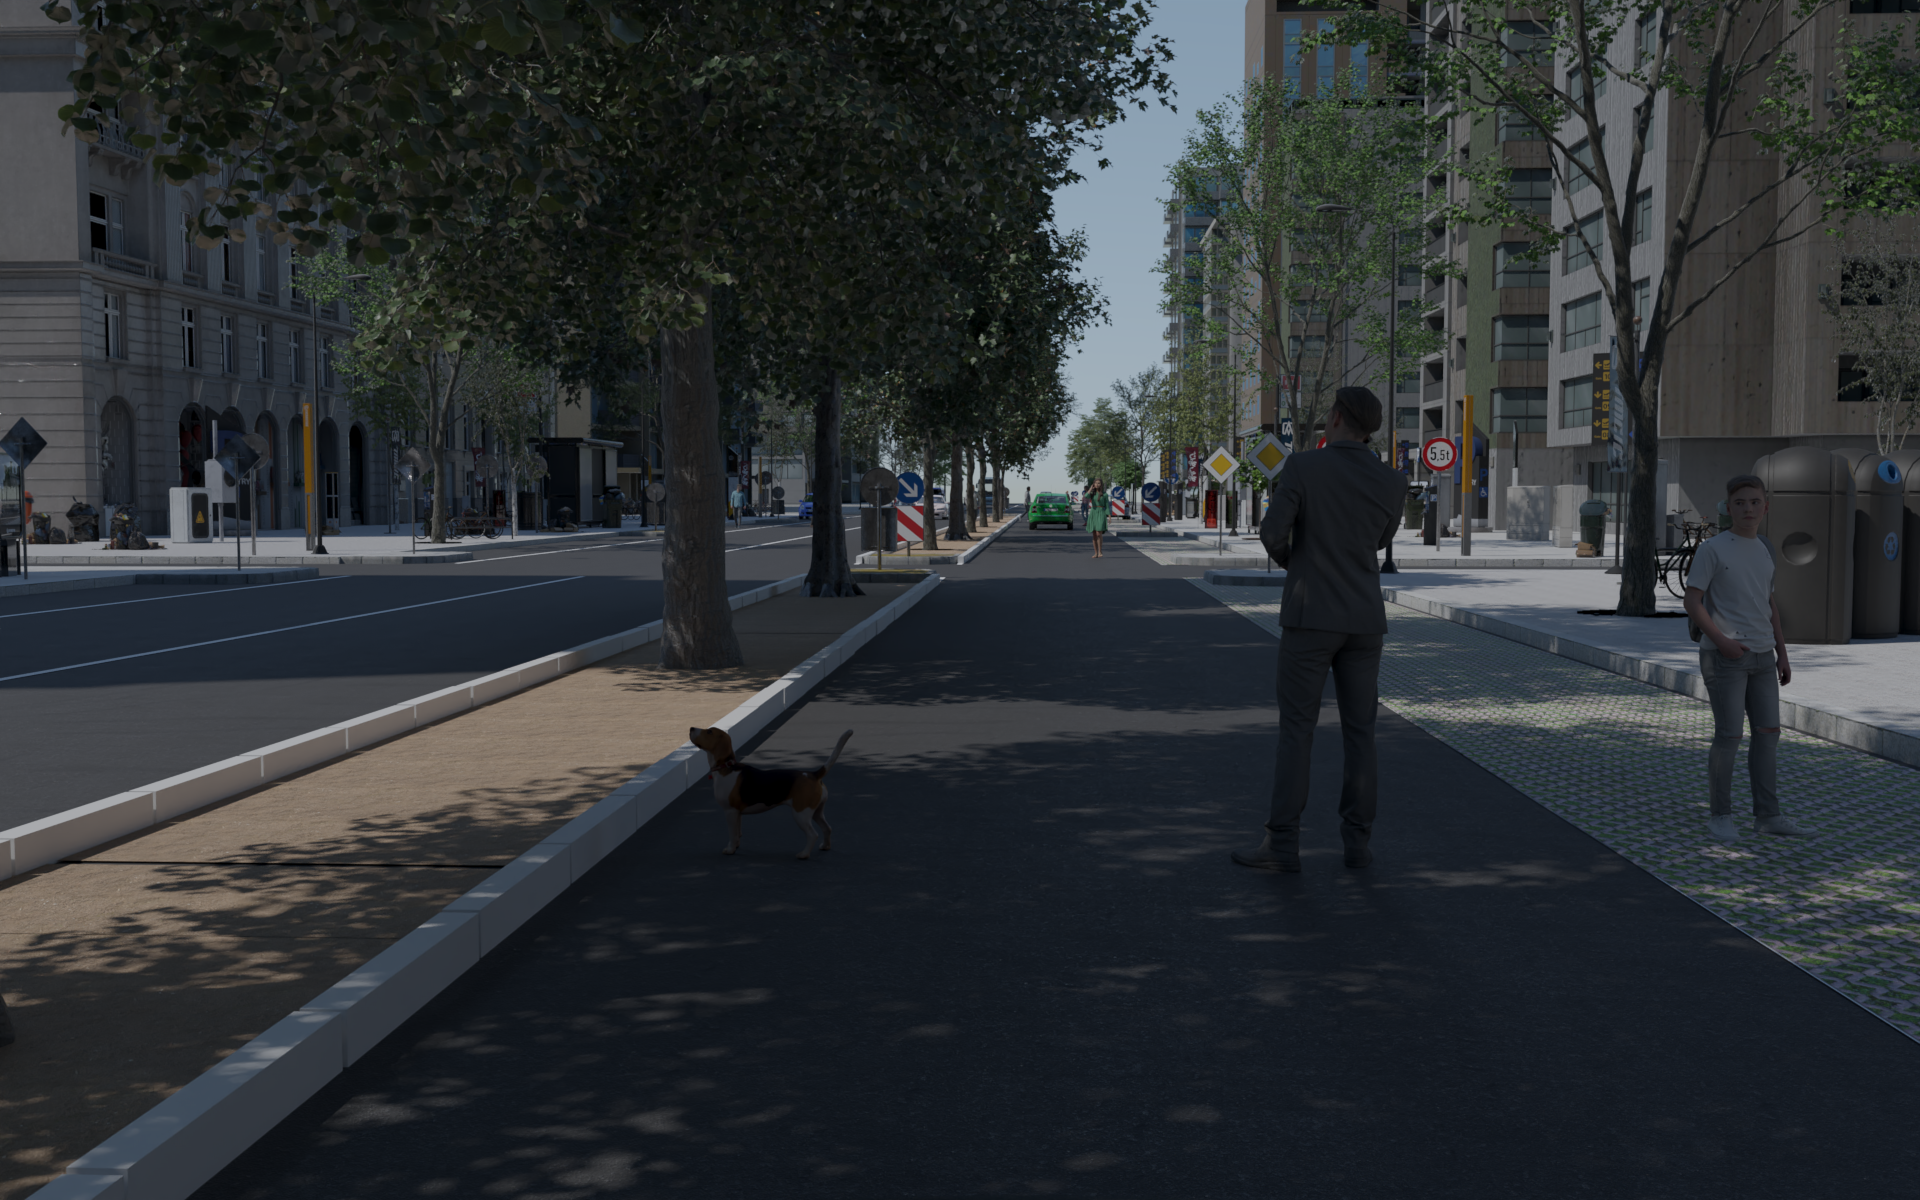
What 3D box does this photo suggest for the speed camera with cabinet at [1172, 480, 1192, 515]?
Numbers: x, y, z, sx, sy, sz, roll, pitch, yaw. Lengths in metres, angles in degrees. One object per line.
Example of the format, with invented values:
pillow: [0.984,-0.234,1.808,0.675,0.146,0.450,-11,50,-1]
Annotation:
speed camera with cabinet: [13.603,-6.773,105.069,0.660,3.252,2.038,-3,4,-38]

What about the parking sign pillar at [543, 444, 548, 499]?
parking sign pillar: [-21.204,-6.259,90.813,1.447,3.967,1.447,3,4,38]

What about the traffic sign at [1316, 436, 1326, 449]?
traffic sign: [7.848,-2.217,36.353,0.768,2.556,0.104,1,4,9]

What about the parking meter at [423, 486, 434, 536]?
parking meter: [-16.083,-2.702,52.581,0.372,1.533,0.369,0,3,0]

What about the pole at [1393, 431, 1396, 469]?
pole: [14.024,-3.808,56.097,0.158,3.312,0.155,0,3,0]

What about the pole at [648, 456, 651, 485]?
pole: [-16.546,-6.031,92.445,0.158,3.312,0.155,0,3,0]

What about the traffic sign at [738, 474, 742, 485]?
traffic sign: [-11.575,-5.344,89.508,0.606,2.300,0.079,0,4,8]

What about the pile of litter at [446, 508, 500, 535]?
pile of litter: [-15.440,-2.486,54.617,1.719,0.858,1.176,0,4,-4]

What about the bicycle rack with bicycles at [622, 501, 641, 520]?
bicycle rack with bicycles: [-16.734,-4.375,84.906,2.925,0.926,2.852,3,5,41]

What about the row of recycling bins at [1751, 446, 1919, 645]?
row of recycling bins: [8.398,-0.532,15.814,3.534,1.692,1.069,-2,4,-33]

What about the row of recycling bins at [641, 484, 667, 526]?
row of recycling bins: [-12.556,-3.964,71.925,1.069,1.692,3.534,-1,4,-18]

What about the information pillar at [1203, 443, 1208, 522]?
information pillar: [11.134,-5.330,78.503,0.183,3.616,0.504,-1,4,-9]

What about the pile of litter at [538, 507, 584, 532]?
pile of litter: [-13.325,-2.703,58.164,1.719,0.858,1.176,1,4,15]

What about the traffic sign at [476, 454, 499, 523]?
traffic sign: [-15.203,-3.399,55.680,0.768,2.556,0.104,1,4,9]

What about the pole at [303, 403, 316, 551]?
pole: [-14.678,-2.766,39.070,0.158,3.312,0.155,0,3,0]

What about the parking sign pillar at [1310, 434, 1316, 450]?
parking sign pillar: [15.349,-5.465,77.832,1.447,3.967,1.447,1,4,21]

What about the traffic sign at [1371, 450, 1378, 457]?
traffic sign: [11.415,-2.981,48.844,0.768,2.556,0.104,1,4,12]

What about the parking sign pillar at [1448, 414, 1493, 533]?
parking sign pillar: [17.077,-4.243,57.839,1.447,3.967,1.447,-1,4,-22]

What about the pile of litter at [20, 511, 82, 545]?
pile of litter: [-23.443,-1.855,44.291,1.719,0.858,1.176,0,4,3]

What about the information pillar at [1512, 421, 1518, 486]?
information pillar: [17.694,-3.906,55.217,0.183,3.616,0.504,1,4,9]

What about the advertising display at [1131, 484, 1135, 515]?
advertising display: [10.669,-6.230,107.069,0.123,1.923,0.974,0,4,-1]

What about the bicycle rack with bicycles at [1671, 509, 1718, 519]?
bicycle rack with bicycles: [16.877,-1.648,40.322,2.852,0.926,2.925,-2,4,-32]

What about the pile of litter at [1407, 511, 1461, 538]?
pile of litter: [14.100,-2.288,51.366,1.176,0.858,1.719,-2,4,-26]

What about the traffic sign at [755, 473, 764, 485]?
traffic sign: [-11.646,-6.187,101.257,0.768,2.556,0.104,1,4,12]

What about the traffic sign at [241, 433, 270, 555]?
traffic sign: [-14.785,-2.207,36.195,0.768,2.556,0.104,1,4,10]

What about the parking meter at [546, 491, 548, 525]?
parking meter: [-16.993,-3.887,71.966,0.372,1.533,0.369,0,3,0]

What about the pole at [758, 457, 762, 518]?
pole: [-10.888,-6.146,94.334,0.158,3.312,0.155,0,3,0]

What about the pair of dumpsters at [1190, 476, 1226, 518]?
pair of dumpsters: [13.352,-5.553,93.282,1.574,2.255,4.437,0,4,3]

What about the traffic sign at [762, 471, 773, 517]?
traffic sign: [-10.677,-5.815,95.186,0.768,2.556,0.104,1,4,12]

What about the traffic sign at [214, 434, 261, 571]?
traffic sign: [-12.060,-1.546,28.924,0.795,2.450,0.064,0,4,3]

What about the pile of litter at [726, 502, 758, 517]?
pile of litter: [-12.216,-5.123,97.732,1.719,0.858,1.176,0,4,-1]

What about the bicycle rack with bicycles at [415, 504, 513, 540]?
bicycle rack with bicycles: [-14.143,-2.202,49.388,2.925,0.926,2.852,-2,4,-34]

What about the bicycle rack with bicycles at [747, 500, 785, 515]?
bicycle rack with bicycles: [-12.262,-5.795,108.130,2.925,0.926,2.852,-2,4,-23]

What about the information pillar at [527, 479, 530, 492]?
information pillar: [-21.114,-4.939,85.236,0.304,2.012,0.304,-2,4,-35]

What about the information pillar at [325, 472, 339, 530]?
information pillar: [-21.166,-3.296,58.385,0.304,2.012,0.304,1,4,12]

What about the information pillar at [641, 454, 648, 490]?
information pillar: [-18.587,-6.778,102.177,0.504,3.616,0.183,1,4,21]

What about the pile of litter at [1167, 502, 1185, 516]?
pile of litter: [12.604,-5.444,102.974,1.176,0.858,1.719,-2,4,-32]

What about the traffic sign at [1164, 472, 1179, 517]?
traffic sign: [11.152,-5.586,91.435,0.768,2.556,0.104,1,4,9]

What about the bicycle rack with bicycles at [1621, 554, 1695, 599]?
bicycle rack with bicycles: [9.382,-0.458,20.863,2.925,0.926,2.852,0,4,-7]

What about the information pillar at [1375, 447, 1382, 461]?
information pillar: [20.638,-5.761,85.547,0.183,3.616,0.504,-1,4,-17]

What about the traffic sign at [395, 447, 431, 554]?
traffic sign: [-11.649,-2.034,36.898,0.795,2.450,0.064,0,4,3]

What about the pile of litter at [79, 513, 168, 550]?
pile of litter: [-19.213,-1.597,40.073,1.719,0.858,1.176,2,4,24]

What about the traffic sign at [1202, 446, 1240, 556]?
traffic sign: [5.421,-1.979,36.002,0.795,2.450,0.064,0,4,3]

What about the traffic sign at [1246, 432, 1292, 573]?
traffic sign: [5.011,-1.491,28.028,0.795,2.450,0.064,0,4,3]

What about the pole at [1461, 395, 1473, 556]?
pole: [10.482,-2.566,35.794,0.158,3.312,0.155,0,3,0]

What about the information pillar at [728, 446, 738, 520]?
information pillar: [-11.161,-5.741,85.212,0.504,3.616,0.183,0,4,5]

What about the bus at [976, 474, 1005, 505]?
bus: [3.208,-11.368,180.728,2.948,3.499,13.247,0,4,2]

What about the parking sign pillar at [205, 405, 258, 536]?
parking sign pillar: [-22.376,-3.955,53.137,1.447,3.967,1.447,3,5,44]

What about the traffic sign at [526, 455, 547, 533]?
traffic sign: [-13.918,-3.473,56.886,0.768,2.556,0.104,1,4,12]

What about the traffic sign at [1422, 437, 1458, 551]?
traffic sign: [10.701,-2.360,38.688,0.768,2.556,0.104,1,4,11]

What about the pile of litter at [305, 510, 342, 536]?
pile of litter: [-19.966,-2.464,54.259,1.176,0.858,1.719,0,4,-1]

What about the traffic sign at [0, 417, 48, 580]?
traffic sign: [-14.028,-1.514,25.946,0.795,2.450,0.064,0,4,7]

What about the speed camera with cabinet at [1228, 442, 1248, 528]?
speed camera with cabinet: [10.942,-4.388,66.077,0.660,3.252,2.038,3,4,38]

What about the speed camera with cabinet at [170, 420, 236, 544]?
speed camera with cabinet: [-19.967,-3.147,45.790,0.660,3.252,2.038,1,4,15]

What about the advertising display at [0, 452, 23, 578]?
advertising display: [-14.849,-1.332,26.985,0.123,1.923,0.974,-1,4,-10]

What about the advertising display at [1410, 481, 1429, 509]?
advertising display: [22.072,-4.771,83.226,0.974,1.923,0.123,3,5,43]

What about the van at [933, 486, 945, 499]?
van: [-2.454,-9.311,156.611,2.240,2.365,5.245,0,4,4]
